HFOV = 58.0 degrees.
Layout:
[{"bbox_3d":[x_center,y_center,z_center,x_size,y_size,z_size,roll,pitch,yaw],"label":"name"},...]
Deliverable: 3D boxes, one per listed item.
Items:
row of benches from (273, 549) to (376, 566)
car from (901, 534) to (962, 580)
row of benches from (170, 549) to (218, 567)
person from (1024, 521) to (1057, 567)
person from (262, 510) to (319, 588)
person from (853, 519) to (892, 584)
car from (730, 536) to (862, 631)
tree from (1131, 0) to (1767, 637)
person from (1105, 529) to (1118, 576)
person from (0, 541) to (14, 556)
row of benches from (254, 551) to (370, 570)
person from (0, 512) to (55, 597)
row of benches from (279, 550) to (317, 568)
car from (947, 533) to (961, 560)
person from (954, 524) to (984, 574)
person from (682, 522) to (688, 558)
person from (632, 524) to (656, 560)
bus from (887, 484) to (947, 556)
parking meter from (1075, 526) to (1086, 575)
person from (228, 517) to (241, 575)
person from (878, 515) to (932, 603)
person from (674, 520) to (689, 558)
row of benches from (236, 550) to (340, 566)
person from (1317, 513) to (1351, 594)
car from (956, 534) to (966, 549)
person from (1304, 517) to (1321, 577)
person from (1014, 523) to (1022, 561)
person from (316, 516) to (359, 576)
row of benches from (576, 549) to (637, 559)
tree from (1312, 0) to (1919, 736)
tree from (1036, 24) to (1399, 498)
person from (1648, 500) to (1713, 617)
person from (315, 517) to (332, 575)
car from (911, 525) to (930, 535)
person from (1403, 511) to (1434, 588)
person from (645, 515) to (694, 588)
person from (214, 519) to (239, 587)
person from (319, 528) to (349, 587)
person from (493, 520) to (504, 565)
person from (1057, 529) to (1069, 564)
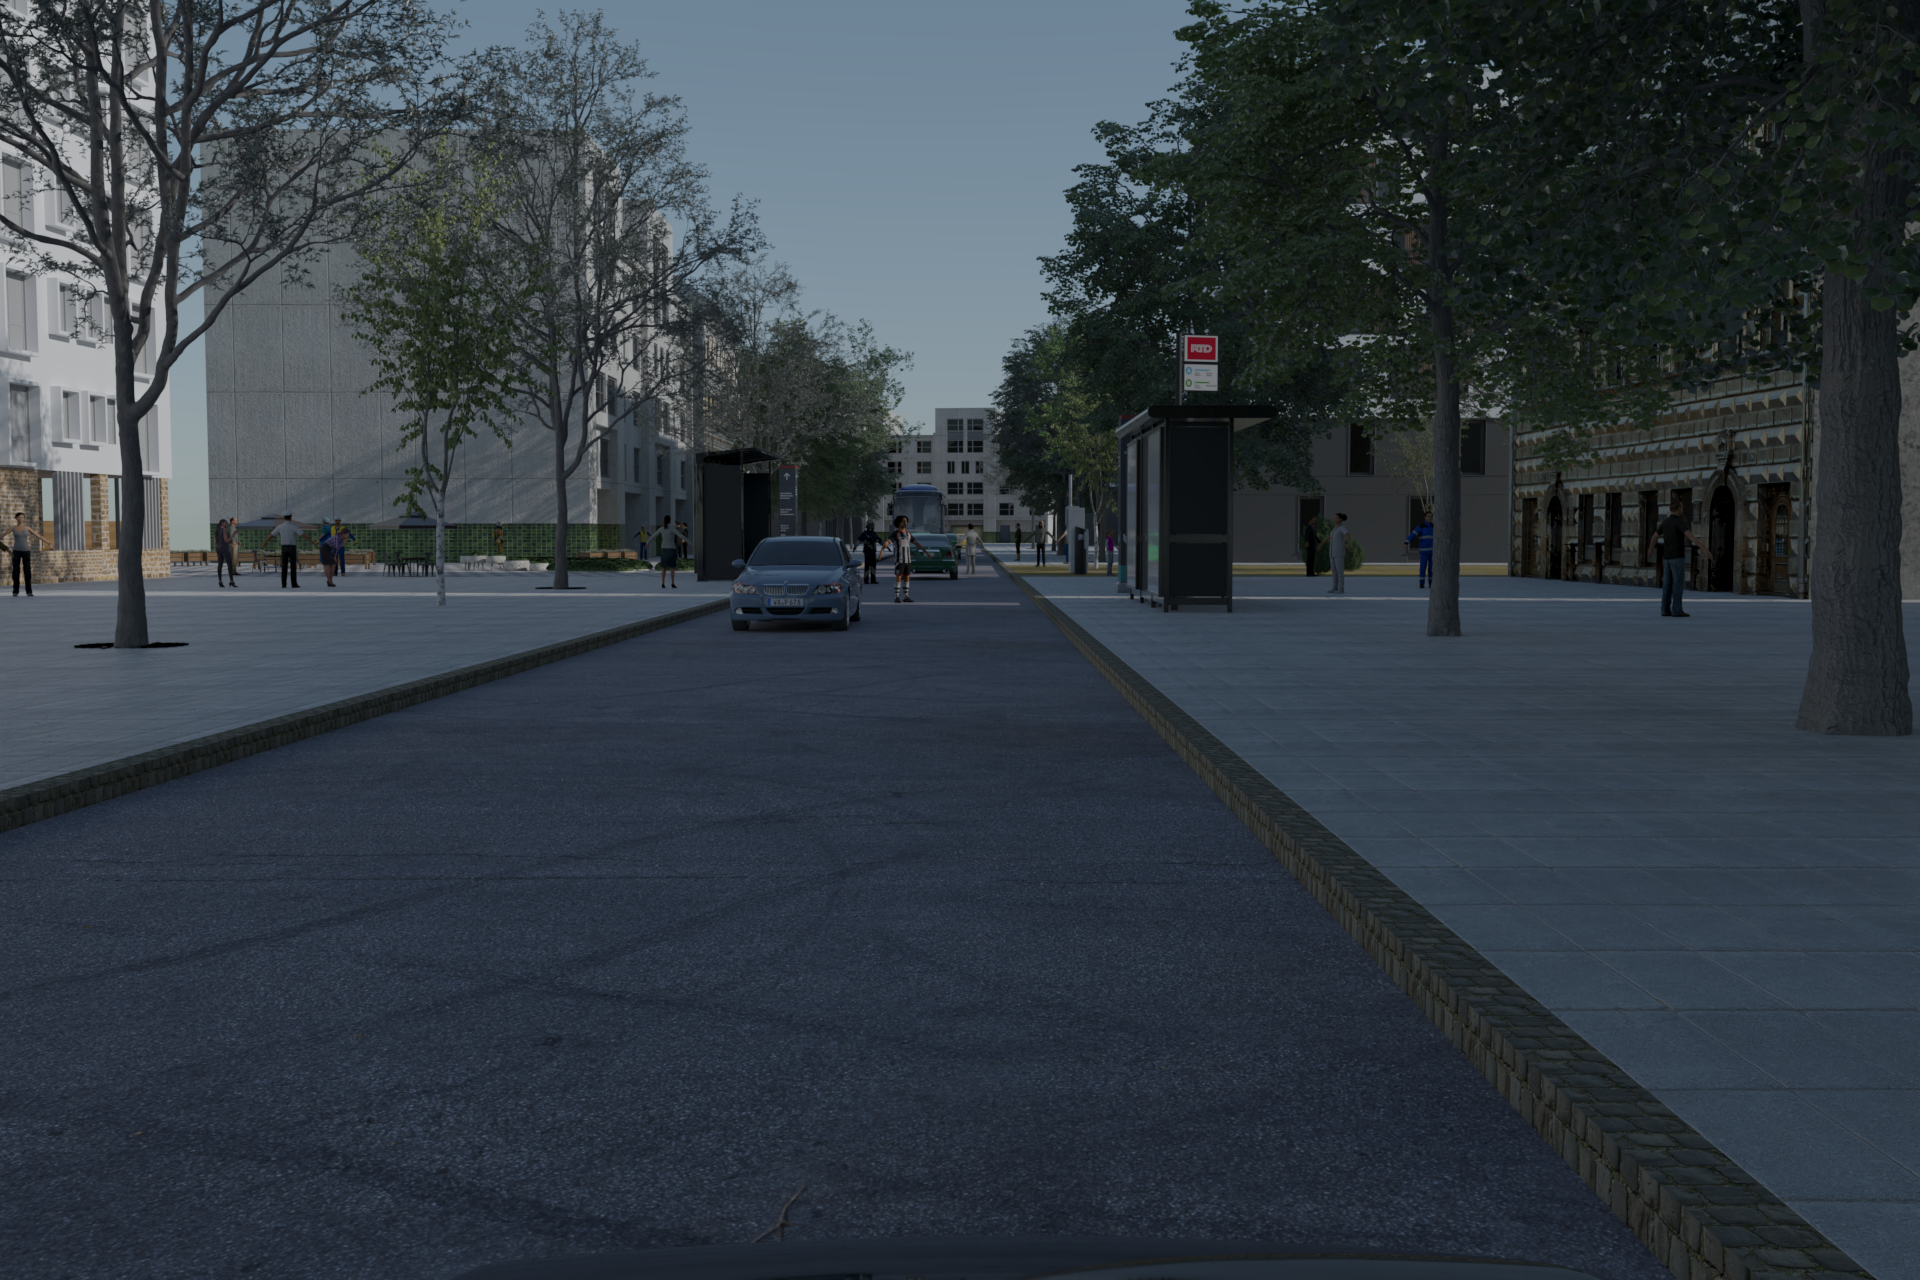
[{"bbox_3d":[-26.103,-3.424,71.437,4.104,0.672,1.422,-1,4,-14],"label":"row of benches"},{"bbox_3d":[-0.980,-2.680,55.621,2.131,1.459,4.920,0,4,-1],"label":"car"},{"bbox_3d":[-31.014,-3.304,69.482,1.422,0.672,4.104,0,4,5],"label":"row of benches"},{"bbox_3d":[3.167,-3.776,67.867,1.348,1.813,0.705,1,4,17],"label":"person"},{"bbox_3d":[-15.994,-2.171,41.291,1.343,1.855,0.704,0,4,-1],"label":"person"},{"bbox_3d":[-2.562,-2.534,49.661,1.354,1.856,0.705,-3,5,-39],"label":"person"},{"bbox_3d":[-2.507,-0.931,27.228,2.014,1.417,4.499,0,4,0],"label":"car"},{"bbox_3d":[5.865,-6.345,21.868,7.486,12.596,7.792,0,3,0],"label":"tree"},{"bbox_3d":[4.650,-2.669,52.904,0.599,1.433,0.991,2,4,26],"label":"person"},{"bbox_3d":[-15.363,-1.235,26.973,0.721,1.736,1.217,2,4,31],"label":"person"},{"bbox_3d":[-23.654,-2.909,63.018,4.104,0.672,1.422,0,4,-8],"label":"row of benches"},{"bbox_3d":[-19.270,-1.759,35.572,1.217,1.737,0.721,-2,4,-35],"label":"person"},{"bbox_3d":[-25.384,-3.110,66.312,1.422,0.672,4.104,-2,4,-31],"label":"row of benches"},{"bbox_3d":[-0.848,-5.487,98.504,1.959,1.807,4.718,0,4,-1],"label":"car"},{"bbox_3d":[0.360,-3.260,61.942,1.347,1.806,0.705,-3,4,-37],"label":"person"},{"bbox_3d":[-12.489,-4.421,78.463,0.705,1.806,1.347,-1,4,-10],"label":"person"},{"bbox_3d":[-15.594,-4.832,85.472,1.216,1.772,0.721,-2,4,-29],"label":"person"},{"bbox_3d":[-2.027,-5.995,89.563,2.896,3.916,12.251,0,4,0],"label":"bus"},{"bbox_3d":[3.823,-2.846,54.950,0.372,1.533,0.369,0,3,0],"label":"parking meter"},{"bbox_3d":[-22.539,-2.908,53.818,0.705,1.796,1.348,-1,4,-16],"label":"person"},{"bbox_3d":[-1.189,-1.684,36.129,1.345,1.843,0.704,-3,4,-38],"label":"person"},{"bbox_3d":[-11.333,-3.885,69.447,0.705,1.837,1.347,3,5,40],"label":"person"},{"bbox_3d":[-26.914,-3.294,69.317,4.104,0.672,1.422,-1,4,-14],"label":"row of benches"},{"bbox_3d":[8.091,-1.874,37.405,0.721,1.739,1.217,-1,4,-21],"label":"person"},{"bbox_3d":[0.189,-8.541,149.862,2.015,1.641,3.980,0,4,0],"label":"car"},{"bbox_3d":[10.593,-2.807,52.123,0.704,1.802,1.346,2,4,31],"label":"person"},{"bbox_3d":[2.749,-4.704,83.054,0.704,1.812,1.346,0,4,5],"label":"person"},{"bbox_3d":[-18.988,-2.868,52.868,1.349,1.833,0.705,0,4,2],"label":"person"},{"bbox_3d":[-14.397,-3.395,70.968,1.422,0.672,4.104,1,4,17],"label":"row of benches"},{"bbox_3d":[5.872,-6.368,10.778,9.857,13.997,8.962,0,3,0],"label":"tree"},{"bbox_3d":[6.714,-8.483,45.349,9.857,13.997,8.962,0,3,0],"label":"tree"},{"bbox_3d":[11.103,-1.263,26.861,0.705,1.803,1.348,-1,4,-18],"label":"person"},{"bbox_3d":[-20.174,-2.992,55.046,0.704,1.817,1.347,0,3,0],"label":"person"},{"bbox_3d":[-1.635,-3.725,69.701,1.959,1.807,4.718,0,4,1],"label":"car"},{"bbox_3d":[11.086,-2.142,40.998,1.345,1.831,0.704,-1,4,-9],"label":"person"},{"bbox_3d":[-6.896,-2.094,41.076,1.217,1.735,0.721,1,4,9],"label":"person"},{"bbox_3d":[-17.626,-2.089,41.661,0.593,1.643,0.415,-1,4,-9],"label":"person"},{"bbox_3d":[-15.149,-2.000,41.976,0.697,1.427,0.421,-1,4,-9],"label":"person"},{"bbox_3d":[-19.248,-4.087,72.583,0.705,1.858,1.354,-1,4,-15],"label":"person"},{"bbox_3d":[4.653,-4.185,74.282,0.705,1.847,1.347,3,5,44],"label":"person"}]
